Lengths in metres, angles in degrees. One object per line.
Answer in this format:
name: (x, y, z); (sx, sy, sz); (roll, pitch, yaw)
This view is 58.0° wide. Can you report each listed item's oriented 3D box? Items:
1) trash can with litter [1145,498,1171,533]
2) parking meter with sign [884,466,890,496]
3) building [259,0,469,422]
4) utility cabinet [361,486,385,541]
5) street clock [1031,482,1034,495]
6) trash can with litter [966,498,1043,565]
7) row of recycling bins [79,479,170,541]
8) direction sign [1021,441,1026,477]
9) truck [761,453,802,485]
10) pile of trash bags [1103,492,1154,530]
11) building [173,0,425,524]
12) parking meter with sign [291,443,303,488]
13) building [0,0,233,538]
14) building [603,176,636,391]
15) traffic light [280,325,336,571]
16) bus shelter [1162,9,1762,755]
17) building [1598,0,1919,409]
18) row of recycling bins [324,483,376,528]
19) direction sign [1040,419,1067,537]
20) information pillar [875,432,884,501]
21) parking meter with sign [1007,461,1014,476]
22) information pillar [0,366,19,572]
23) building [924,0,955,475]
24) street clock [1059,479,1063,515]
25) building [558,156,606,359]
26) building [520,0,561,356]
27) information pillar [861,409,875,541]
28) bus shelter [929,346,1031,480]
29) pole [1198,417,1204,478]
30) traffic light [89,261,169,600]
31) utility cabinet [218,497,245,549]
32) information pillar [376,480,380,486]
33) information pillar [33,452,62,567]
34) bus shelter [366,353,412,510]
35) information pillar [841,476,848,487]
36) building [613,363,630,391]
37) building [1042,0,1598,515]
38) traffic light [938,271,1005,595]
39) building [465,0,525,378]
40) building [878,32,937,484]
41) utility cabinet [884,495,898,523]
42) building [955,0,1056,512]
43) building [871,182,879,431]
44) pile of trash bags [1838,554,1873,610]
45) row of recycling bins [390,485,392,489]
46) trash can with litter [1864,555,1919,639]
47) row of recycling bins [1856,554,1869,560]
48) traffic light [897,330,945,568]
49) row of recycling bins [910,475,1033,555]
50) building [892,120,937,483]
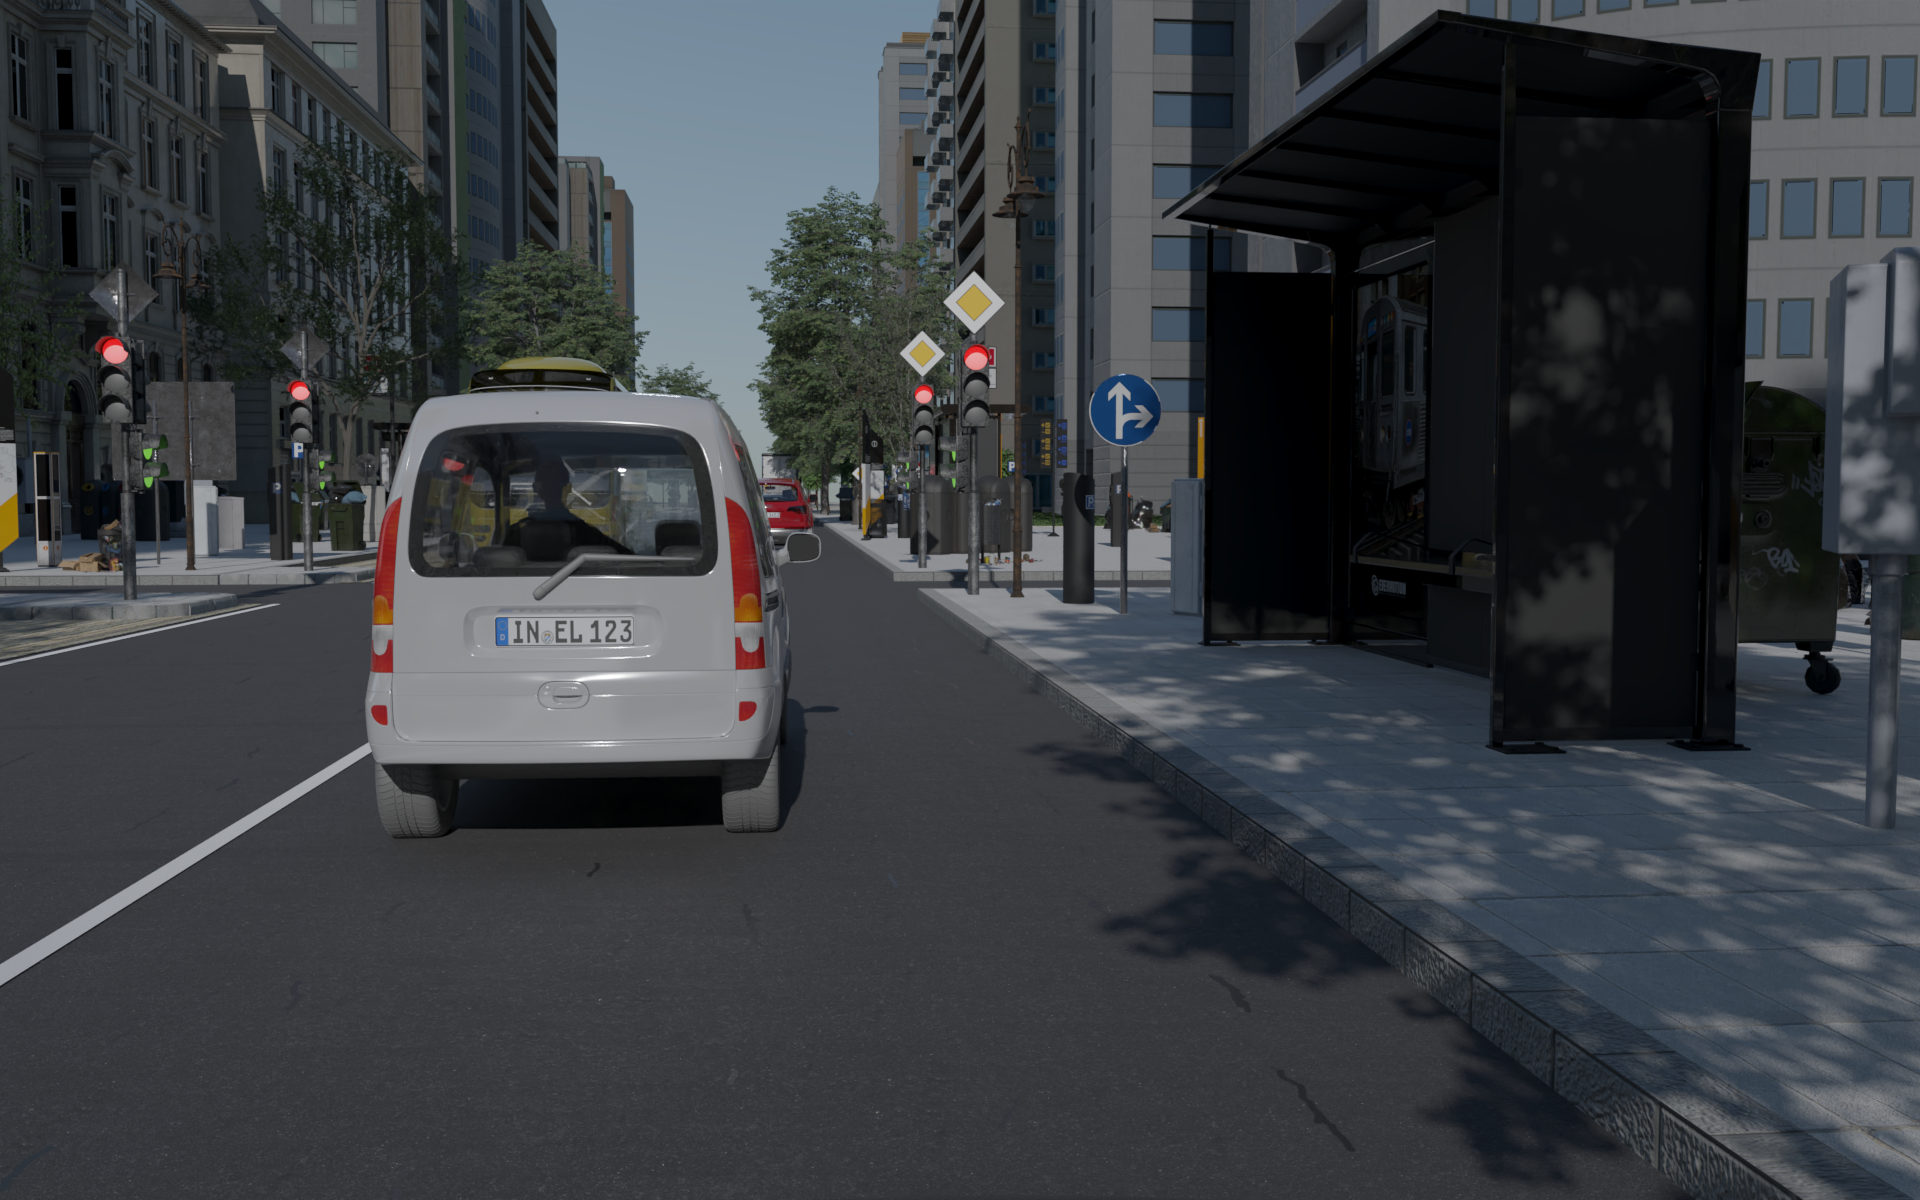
trash can with litter: (6.734, -2.825, 57.577); (1.055, 1.170, 0.624); (-1, 4, -14)
parking meter with sign: (-3.432, -5.102, 79.682); (0.543, 3.016, 1.738); (0, 4, 3)
building: (-38.971, -25.966, 108.146); (14.154, 41.232, 14.086); (0, 4, -6)
utility cabinet: (-15.964, -2.325, 46.698); (1.173, 1.500, 0.318); (3, 4, 36)
street clock: (4.279, -6.145, 105.045); (0.358, 2.002, 0.471); (1, 4, 21)
trash can with litter: (0.903, -1.305, 32.387); (1.678, 1.210, 2.233); (3, 5, 39)
row of recycling bins: (-23.194, -2.507, 48.109); (3.534, 1.692, 1.069); (2, 4, 33)
direction sign: (2.651, -5.033, 74.293); (0.379, 3.537, 0.876); (-1, 4, -19)
truck: (-12.836, -8.288, 124.414); (2.839, 4.237, 11.283); (0, 4, -5)
pile of trash bags: (6.149, -3.293, 63.592); (1.912, 1.369, 3.447); (0, 4, 8)
building: (-37.917, -15.492, 86.577); (16.112, 22.955, 30.059); (0, 4, -6)
parking meter with sign: (-22.101, -3.714, 56.991); (0.543, 3.016, 1.738); (0, 4, 7)
building: (-33.736, -14.369, 54.020); (14.460, 24.649, 34.723); (0, 4, -6)
building: (-53.900, -36.502, 246.911); (14.600, 45.320, 14.200); (0, 4, -6)
traffic light: (-10.873, -2.442, 28.845); (0.839, 4.253, 0.868); (0, 4, -6)
bus shelter: (2.859, -1.244, 11.621); (1.731, 3.624, 6.357); (0, 4, -6)
building: (25.022, -31.237, 52.724); (28.212, 58.520, 21.231); (0, 4, -6)
row of recycling bins: (-23.923, -3.606, 66.073); (3.534, 1.692, 1.069); (0, 4, -7)
direction sign: (2.825, -3.683, 52.209); (0.876, 3.537, 0.379); (-1, 4, -20)
information pillar: (-2.964, -4.290, 61.492); (0.504, 3.616, 0.183); (-1, 4, -19)
parking meter with sign: (2.291, -5.914, 92.961); (0.543, 3.016, 1.738); (-2, 4, -34)
information pillar: (-15.719, -2.260, 28.314); (0.504, 3.616, 0.183); (-3, 5, -42)
building: (8.541, -32.806, 155.987); (23.786, 49.044, 30.456); (0, 4, -6)
street clock: (4.932, -4.758, 82.359); (0.358, 2.002, 0.471); (3, 4, 38)
building: (-49.352, -31.785, 203.283); (14.154, 41.232, 14.086); (0, 4, -6)
building: (-47.619, -32.394, 153.343); (21.300, 48.544, 21.600); (0, 4, -6)
information pillar: (-2.592, -3.456, 47.855); (0.183, 3.616, 0.504); (1, 4, 14)
bus shelter: (0.188, -4.092, 44.540); (2.179, 5.291, 8.768); (0, 4, -6)
pole: (6.426, -3.199, 46.141); (0.158, 3.312, 0.155); (0, 3, 0)
traffic light: (-10.050, -1.956, 20.902); (0.839, 4.253, 0.868); (0, 4, -6)
utility cabinet: (-17.201, -1.815, 40.836); (0.306, 1.237, 1.020); (-3, 5, -44)
information pillar: (-29.580, -5.133, 88.423); (0.304, 2.012, 0.304); (2, 4, 23)
information pillar: (-16.015, -1.586, 30.423); (0.304, 2.012, 0.304); (0, 4, -2)
bus shelter: (-16.295, -4.562, 52.226); (2.179, 5.291, 8.768); (0, 4, -6)
information pillar: (-6.046, -6.070, 90.591); (0.504, 3.616, 0.183); (-3, 5, -41)
building: (-57.982, -23.212, 224.561); (27.650, 21.520, 28.899); (0, 4, -6)
building: (15.389, -33.341, 87.117); (21.231, 58.520, 28.212); (0, 4, -6)
traffic light: (0.155, -2.021, 21.971); (0.839, 4.253, 0.868); (0, 4, -6)
building: (-45.213, -35.853, 128.196); (21.231, 58.520, 28.212); (0, 4, -6)
building: (-0.214, -42.035, 229.273); (21.231, 58.520, 28.212); (0, 4, -6)
utility cabinet: (-2.908, -4.011, 76.734); (1.020, 1.237, 0.306); (3, 5, 39)
building: (11.292, -30.977, 130.168); (21.300, 48.544, 21.600); (0, 4, -6)
building: (-1.765, -38.575, 254.409); (21.300, 48.544, 21.600); (0, 4, -6)
pile of trash bags: (10.766, -0.643, 20.260); (1.912, 1.369, 3.447); (3, 5, 42)
row of recycling bins: (-24.989, -4.134, 74.699); (1.069, 1.692, 3.534); (2, 4, 29)
trash can with litter: (8.450, -0.253, 15.531); (0.624, 1.170, 1.055); (0, 4, 3)
row of recycling bins: (18.799, -1.645, 34.009); (3.534, 1.692, 1.069); (0, 4, -8)
traffic light: (-0.668, -2.507, 29.914); (0.839, 4.253, 0.868); (0, 4, -6)
row of recycling bins: (0.328, -1.872, 37.728); (1.069, 1.692, 3.534); (3, 5, 43)
building: (-0.223, -34.146, 208.395); (14.600, 45.320, 14.200); (0, 4, -6)
